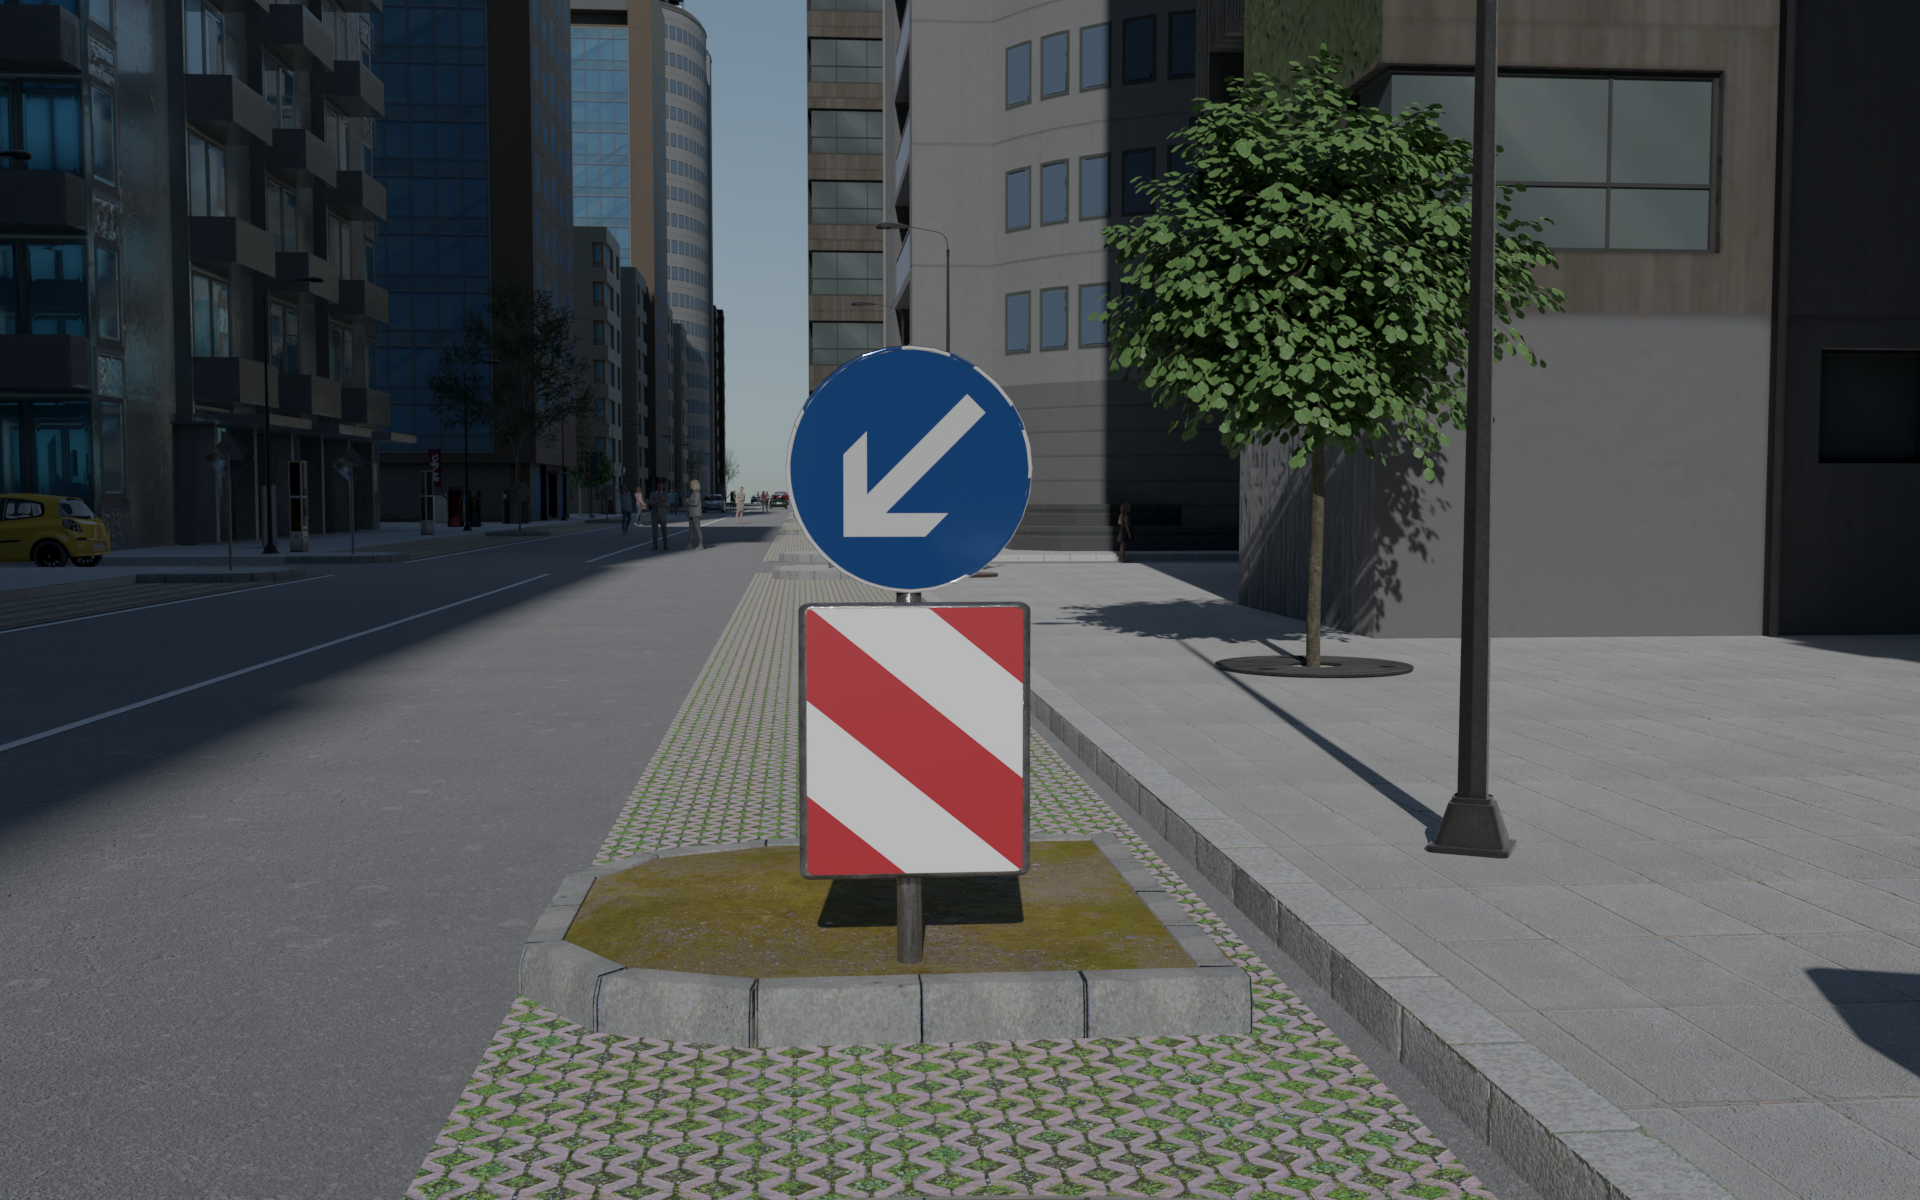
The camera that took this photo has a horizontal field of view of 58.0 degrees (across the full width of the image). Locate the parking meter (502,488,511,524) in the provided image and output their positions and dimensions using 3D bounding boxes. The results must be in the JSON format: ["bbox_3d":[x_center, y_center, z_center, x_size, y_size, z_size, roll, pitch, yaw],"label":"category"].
[{"bbox_3d":[-19.537,-4.046,74.558,0.372,1.533,0.369,0,3,0],"label":"parking meter"}]

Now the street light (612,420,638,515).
[{"bbox_3d":[-21.063,-8.280,107.915,1.470,5.913,1.316,0,4,-5],"label":"street light"}]

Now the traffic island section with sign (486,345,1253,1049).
[{"bbox_3d":[-0.306,0.197,5.415,1.989,1.847,2.006,0,4,-5],"label":"traffic island section with sign"}]

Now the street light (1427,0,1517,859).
[{"bbox_3d":[1.313,-2.049,6.044,1.470,5.913,1.316,0,4,-5],"label":"street light"}]

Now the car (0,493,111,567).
[{"bbox_3d":[-18.381,-1.388,32.912,3.980,1.641,2.015,0,4,-3],"label":"car"}]

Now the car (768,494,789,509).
[{"bbox_3d":[-17.463,-9.591,166.597,2.009,1.686,4.222,0,4,-7],"label":"car"}]

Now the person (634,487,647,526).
[{"bbox_3d":[-14.222,-4.131,76.632,0.643,1.750,0.593,-3,5,-41],"label":"person"}]

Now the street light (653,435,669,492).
[{"bbox_3d":[-23.721,-10.067,137.141,1.470,5.913,1.316,0,4,-5],"label":"street light"}]

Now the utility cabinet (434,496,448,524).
[{"bbox_3d":[-22.687,-3.961,75.930,0.306,1.237,1.020,2,4,32],"label":"utility cabinet"}]

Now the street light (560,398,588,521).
[{"bbox_3d":[-18.581,-6.786,83.484,1.470,5.913,1.316,0,4,-5],"label":"street light"}]

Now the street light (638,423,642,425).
[{"bbox_3d":[-21.529,-8.617,113.434,1.470,5.913,1.316,0,4,-5],"label":"street light"}]

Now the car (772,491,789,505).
[{"bbox_3d":[-23.126,-13.140,223.513,2.281,1.827,5.304,0,4,-7],"label":"car"}]

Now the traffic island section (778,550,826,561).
[{"bbox_3d":[-2.967,-0.961,37.998,2.009,0.180,2.903,0,4,-5],"label":"traffic island section"}]

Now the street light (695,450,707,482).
[{"bbox_3d":[-27.974,-12.947,184.219,1.470,5.913,1.316,0,4,-5],"label":"street light"}]

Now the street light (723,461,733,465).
[{"bbox_3d":[-35.541,-17.939,265.843,1.470,5.913,1.316,0,4,-5],"label":"street light"}]

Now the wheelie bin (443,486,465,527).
[{"bbox_3d":[-19.831,-3.681,68.093,0.980,1.594,0.693,0,4,-7],"label":"wheelie bin"}]

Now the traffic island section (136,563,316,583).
[{"bbox_3d":[-12.285,-0.419,29.131,2.009,0.180,2.903,0,4,-5],"label":"traffic island section"}]

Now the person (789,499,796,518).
[{"bbox_3d":[-9.689,-5.704,101.873,0.709,1.813,0.853,-1,4,-15],"label":"person"}]

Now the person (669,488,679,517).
[{"bbox_3d":[-18.053,-6.151,109.091,0.660,1.820,0.620,0,4,-7],"label":"person"}]

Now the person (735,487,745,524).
[{"bbox_3d":[-10.492,-4.522,82.773,0.599,1.781,0.374,-2,4,-29],"label":"person"}]

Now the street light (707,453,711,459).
[{"bbox_3d":[-29.045,-13.652,195.743,1.470,5.913,1.316,0,4,-5],"label":"street light"}]

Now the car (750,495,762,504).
[{"bbox_3d":[-30.527,-15.149,260.264,1.945,1.354,3.894,0,4,-4],"label":"car"}]

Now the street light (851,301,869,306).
[{"bbox_3d":[-1.922,-4.237,41.812,1.470,5.913,1.316,0,4,-5],"label":"street light"}]

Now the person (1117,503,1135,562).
[{"bbox_3d":[3.506,-1.428,36.523,0.373,1.253,0.362,0,4,-2],"label":"person"}]

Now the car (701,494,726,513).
[{"bbox_3d":[-18.936,-7.396,132.929,2.014,1.417,4.499,0,4,-6],"label":"car"}]

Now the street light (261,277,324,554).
[{"bbox_3d":[-14.290,-3.949,37.105,1.470,5.913,1.316,0,4,-5],"label":"street light"}]

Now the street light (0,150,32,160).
[{"bbox_3d":[-13.231,-3.116,23.483,1.470,5.913,1.316,0,4,-5],"label":"street light"}]

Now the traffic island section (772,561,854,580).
[{"bbox_3d":[-2.236,-0.475,30.047,2.009,0.180,2.903,0,4,-5],"label":"traffic island section"}]

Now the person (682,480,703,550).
[{"bbox_3d":[-6.868,-2.193,44.540,0.526,1.800,0.537,-1,4,-15],"label":"person"}]

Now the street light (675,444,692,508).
[{"bbox_3d":[-25.781,-11.486,160.338,1.470,5.913,1.316,0,4,-5],"label":"street light"}]

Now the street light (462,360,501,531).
[{"bbox_3d":[-16.641,-5.366,60.276,1.470,5.913,1.316,0,4,-5],"label":"street light"}]

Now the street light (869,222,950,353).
[{"bbox_3d":[-0.744,-3.499,29.753,1.470,5.913,1.316,0,4,-5],"label":"street light"}]

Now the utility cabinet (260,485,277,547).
[{"bbox_3d":[-16.615,-2.014,41.601,0.318,1.500,1.173,-2,4,-24],"label":"utility cabinet"}]

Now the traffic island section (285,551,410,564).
[{"bbox_3d":[-13.016,-0.905,37.083,2.009,0.180,2.903,0,4,-5],"label":"traffic island section"}]
